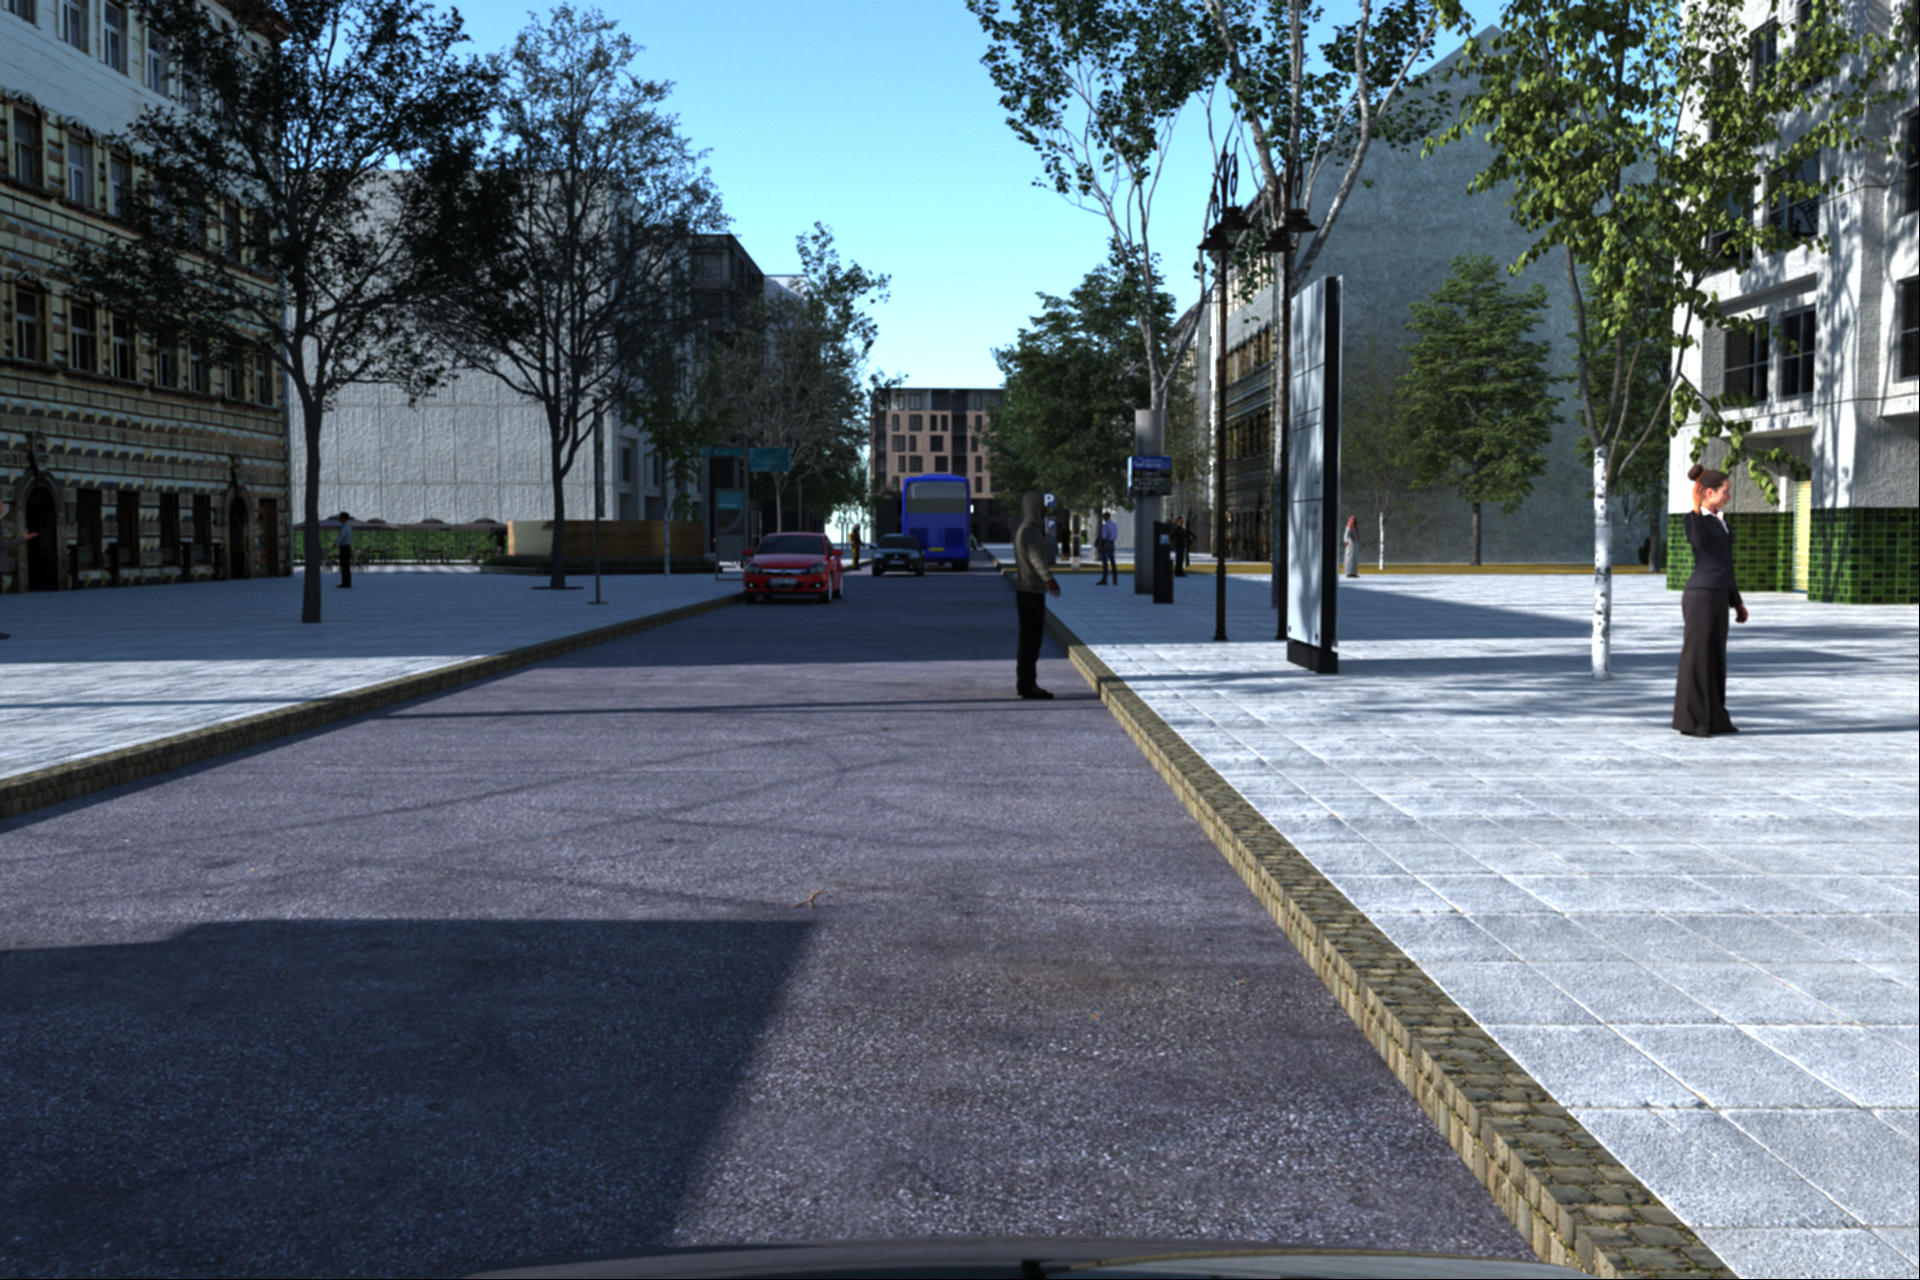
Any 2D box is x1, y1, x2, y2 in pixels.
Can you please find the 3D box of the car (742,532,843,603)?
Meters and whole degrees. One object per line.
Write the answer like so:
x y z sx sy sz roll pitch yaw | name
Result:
-3.537 -1.717 37.107 2.155 1.783 4.494 0 4 1 | car

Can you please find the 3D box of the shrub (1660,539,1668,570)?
25.424 -3.112 61.999 1.383 1.207 1.383 0 3 0 | shrub

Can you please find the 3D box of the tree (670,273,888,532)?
-8.520 -10.491 81.895 12.009 13.543 11.850 0 3 0 | tree

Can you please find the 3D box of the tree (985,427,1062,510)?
7.131 -14.056 140.184 12.009 13.543 11.850 0 3 0 | tree

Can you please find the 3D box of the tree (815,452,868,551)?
-8.583 -11.272 134.656 4.360 8.622 3.978 0 3 0 | tree

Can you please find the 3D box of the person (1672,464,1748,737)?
4.743 -0.247 10.885 0.445 1.727 0.742 1 4 18 | person

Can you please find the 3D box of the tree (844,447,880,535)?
-8.029 -11.657 140.949 4.360 8.622 3.978 0 3 0 | tree

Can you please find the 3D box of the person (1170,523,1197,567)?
8.754 -3.734 67.766 1.216 1.740 0.721 -1 4 -20 | person

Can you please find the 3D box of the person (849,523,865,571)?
-4.051 -3.649 67.887 0.705 1.858 1.354 1 4 15 | person

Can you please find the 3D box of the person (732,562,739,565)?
-9.319 -3.824 71.797 0.991 1.433 0.599 -1 4 -20 | person

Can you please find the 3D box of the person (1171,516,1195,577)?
6.644 -2.813 52.058 0.705 1.821 1.348 2 4 35 | person

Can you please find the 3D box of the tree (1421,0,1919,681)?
5.665 -3.937 14.736 4.737 8.622 4.395 0 3 0 | tree

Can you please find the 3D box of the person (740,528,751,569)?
-7.982 -3.575 64.387 1.347 1.837 0.705 -3 4 -39 | person

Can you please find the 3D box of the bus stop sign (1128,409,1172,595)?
4.034 -2.929 36.907 0.837 3.901 0.837 0 3 0 | bus stop sign

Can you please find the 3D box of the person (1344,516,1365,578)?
11.612 -2.754 51.173 0.704 1.811 1.347 2 4 35 | person

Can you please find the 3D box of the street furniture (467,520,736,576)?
-12.619 -3.049 56.713 9.812 1.723 11.010 -2 4 -34 | street furniture

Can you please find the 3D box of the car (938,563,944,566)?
-1.628 -4.117 79.103 2.131 1.459 4.920 0 3 0 | car

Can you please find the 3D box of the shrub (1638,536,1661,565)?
28.211 -3.655 70.868 1.383 1.207 1.383 0 3 0 | shrub

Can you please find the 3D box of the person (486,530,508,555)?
-21.722 -4.629 81.911 1.346 1.802 0.704 -2 4 -24 | person

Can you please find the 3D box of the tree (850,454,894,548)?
-8.373 -12.530 155.224 4.737 8.622 4.395 0 3 0 | tree

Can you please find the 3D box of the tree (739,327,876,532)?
-8.564 -10.865 95.765 7.486 12.596 7.792 0 3 0 | tree

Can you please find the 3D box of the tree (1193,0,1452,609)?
6.882 -10.558 28.509 12.611 20.169 13.585 0 3 0 | tree

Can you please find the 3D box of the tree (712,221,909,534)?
-9.473 -15.409 107.820 12.611 20.169 13.585 0 3 0 | tree

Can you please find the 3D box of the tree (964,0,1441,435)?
6.871 -11.868 49.936 12.611 20.169 13.585 0 3 0 | tree

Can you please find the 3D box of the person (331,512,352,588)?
-14.797 -2.167 41.586 0.704 1.810 1.344 0 4 -5 | person

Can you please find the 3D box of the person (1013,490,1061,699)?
0.653 -0.404 15.196 0.705 1.813 1.348 0 4 -7 | person

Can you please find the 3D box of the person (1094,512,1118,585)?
3.649 -2.310 43.681 0.709 1.838 0.599 -3 5 -44 | person

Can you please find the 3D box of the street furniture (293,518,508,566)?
-32.991 -4.003 70.475 27.439 1.986 14.083 1 4 14 | street furniture

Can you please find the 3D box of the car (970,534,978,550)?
0.535 -8.810 155.847 2.131 1.459 4.920 0 4 -1 | car

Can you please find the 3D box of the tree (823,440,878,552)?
-8.702 -10.698 125.276 4.360 8.622 3.978 0 3 0 | tree

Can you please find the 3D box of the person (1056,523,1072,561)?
5.017 -4.695 82.898 1.346 1.812 0.704 -2 4 -35 | person

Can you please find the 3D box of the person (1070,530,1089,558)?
6.296 -5.258 91.940 1.349 1.833 0.705 -3 5 -40 | person

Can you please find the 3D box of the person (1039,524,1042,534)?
3.794 -4.771 84.131 0.704 1.817 1.347 -1 4 -9 | person

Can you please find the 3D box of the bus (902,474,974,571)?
-0.860 -4.793 69.919 2.896 3.916 12.251 0 3 0 | bus

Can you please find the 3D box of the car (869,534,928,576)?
-2.111 -3.064 59.883 2.009 1.686 4.222 0 4 1 | car

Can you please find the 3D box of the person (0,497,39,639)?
-11.691 -0.899 21.268 0.750 1.759 0.617 -1 4 -21 | person
